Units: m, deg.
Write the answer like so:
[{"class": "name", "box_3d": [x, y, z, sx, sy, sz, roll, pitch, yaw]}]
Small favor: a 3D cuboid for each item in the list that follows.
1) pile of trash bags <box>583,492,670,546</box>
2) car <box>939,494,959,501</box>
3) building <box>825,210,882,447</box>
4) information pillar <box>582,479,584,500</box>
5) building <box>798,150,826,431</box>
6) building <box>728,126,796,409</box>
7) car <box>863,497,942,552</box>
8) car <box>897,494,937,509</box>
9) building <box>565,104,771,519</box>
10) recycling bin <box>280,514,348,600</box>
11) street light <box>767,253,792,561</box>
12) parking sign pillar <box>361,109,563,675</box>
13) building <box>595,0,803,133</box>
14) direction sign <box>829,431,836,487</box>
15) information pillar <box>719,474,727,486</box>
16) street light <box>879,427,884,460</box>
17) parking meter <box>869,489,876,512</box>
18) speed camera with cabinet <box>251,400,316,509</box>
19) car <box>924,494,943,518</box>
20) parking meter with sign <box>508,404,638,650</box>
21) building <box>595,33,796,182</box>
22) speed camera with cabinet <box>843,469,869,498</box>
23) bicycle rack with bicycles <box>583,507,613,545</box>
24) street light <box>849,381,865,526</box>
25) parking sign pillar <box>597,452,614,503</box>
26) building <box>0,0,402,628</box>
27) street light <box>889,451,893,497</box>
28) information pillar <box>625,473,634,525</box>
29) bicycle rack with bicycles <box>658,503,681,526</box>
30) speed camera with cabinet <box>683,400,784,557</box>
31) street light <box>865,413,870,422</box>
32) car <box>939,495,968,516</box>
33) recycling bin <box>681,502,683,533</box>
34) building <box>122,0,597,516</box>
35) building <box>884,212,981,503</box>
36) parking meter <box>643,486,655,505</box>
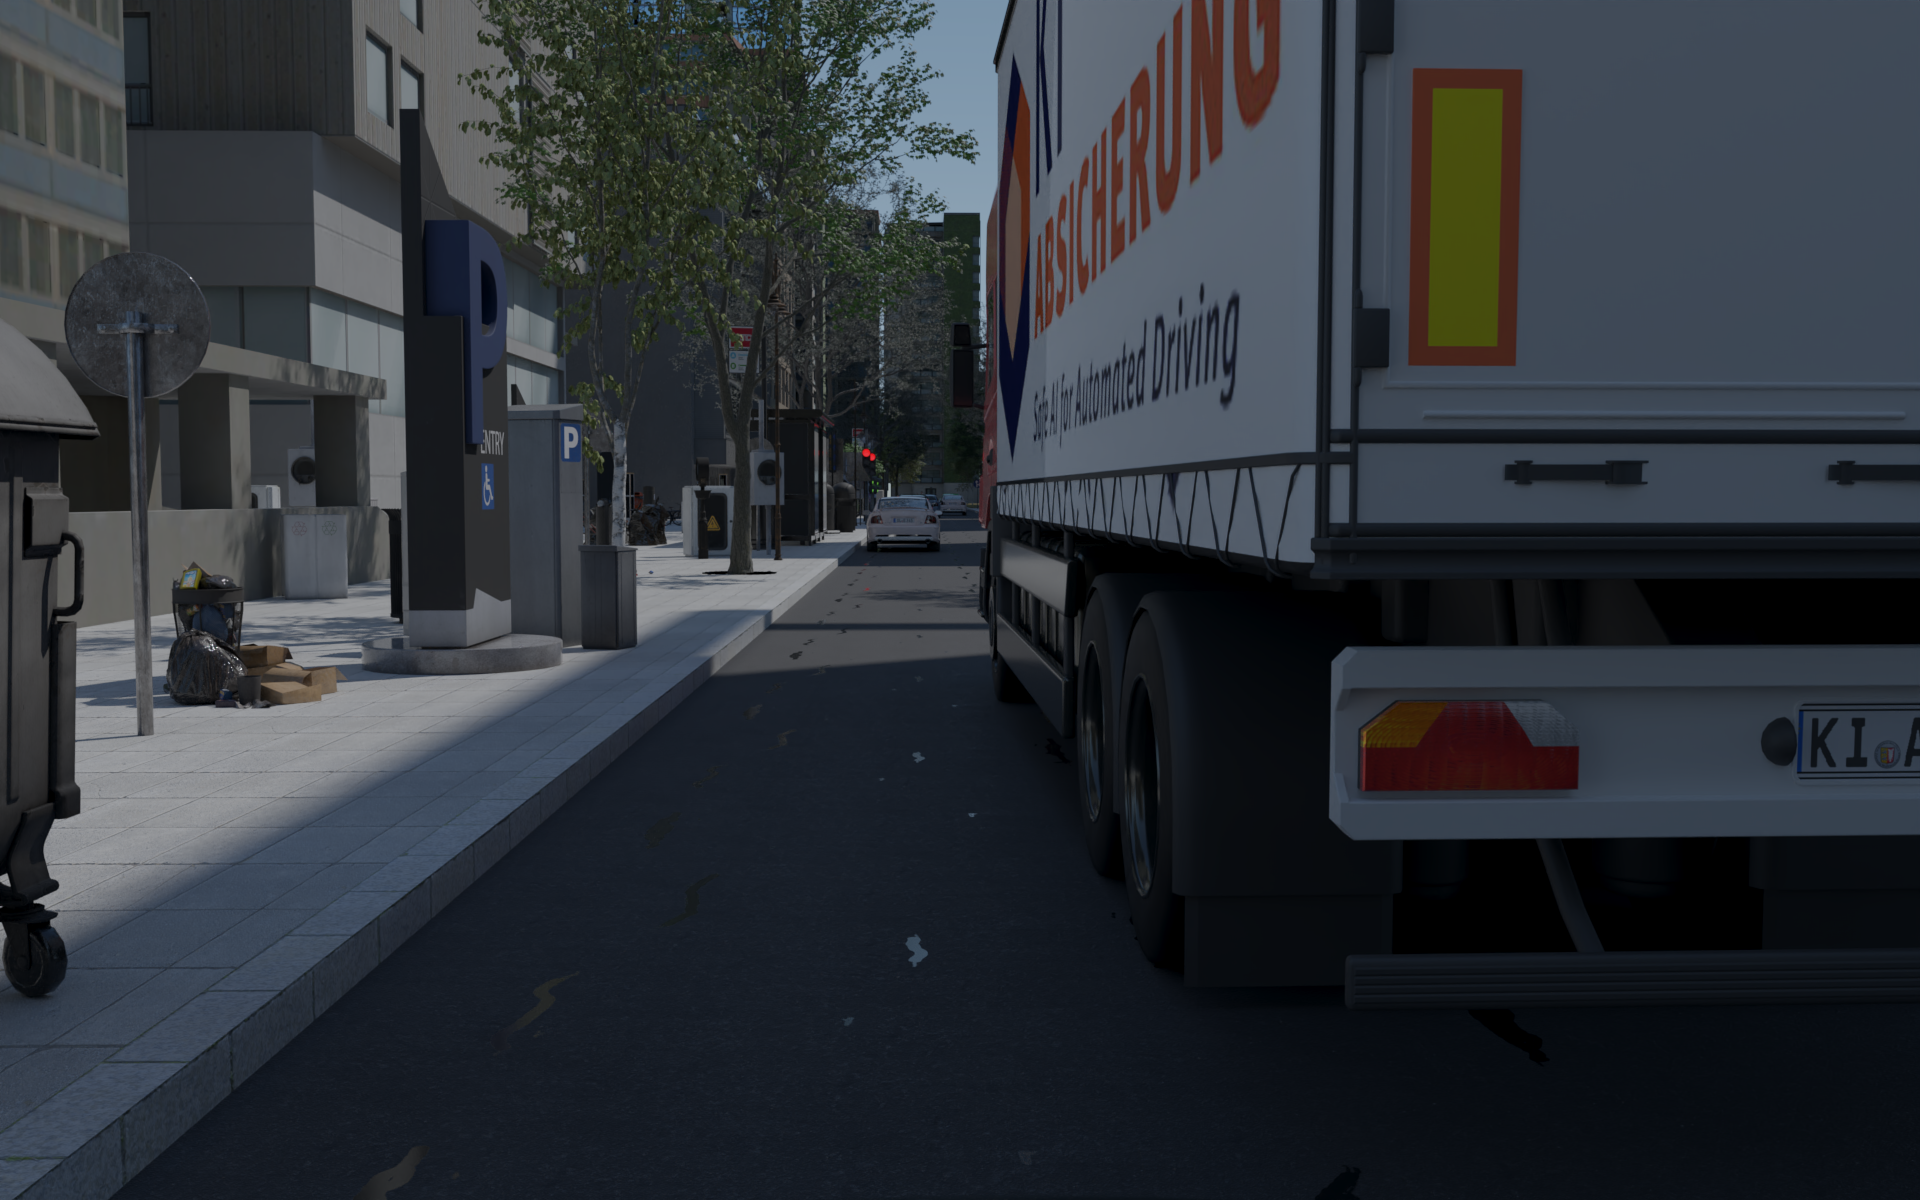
[{"class": "pile of trash bags", "box_3d": [-7.786, -2.066, 43.528, 3.447, 1.369, 1.912, 1, 4, 20]}, {"class": "car", "box_3d": [-0.715, -7.944, 138.683, 1.959, 1.807, 4.718, 0, 4, 0]}, {"class": "building", "box_3d": [-26.106, -36.822, 256.656, 28.867, 44.769, 22.147, 0, 4, -1]}, {"class": "information pillar", "box_3d": [-19.049, -5.045, 86.971, 0.304, 2.012, 0.304, 1, 4, 14]}, {"class": "building", "box_3d": [-22.197, -31.008, 190.577, 14.154, 41.232, 14.086, 0, 4, -1]}, {"class": "building", "box_3d": [-23.588, -20.152, 133.999, 19.350, 26.468, 34.151, 0, 4, -1]}, {"class": "car", "box_3d": [-1.475, -1.973, 44.624, 2.083, 1.381, 4.827, 0, 4, -3]}, {"class": "car", "box_3d": [-1.922, -3.651, 69.484, 2.009, 1.686, 4.222, 0, 4, -2]}, {"class": "building", "box_3d": [-19.388, -17.291, 101.778, 14.314, 24.678, 30.058, 0, 4, -1]}, {"class": "recycling bin", "box_3d": [-7.984, -0.541, 21.396, 0.722, 1.027, 0.722, -2, 4, -25]}, {"class": "street light", "box_3d": [-3.520, -3.703, 33.340, 0.468, 5.910, 1.993, 0, 4, -1]}, {"class": "parking sign pillar", "box_3d": [-3.722, -1.492, 12.863, 1.447, 3.967, 1.447, 0, 4, -1]}, {"class": "building", "box_3d": [-31.147, -54.895, 210.197, 31.000, 86.520, 22.319, 0, 4, -1]}, {"class": "direction sign", "box_3d": [-4.623, -4.331, 62.806, 0.379, 3.537, 0.876, -1, 4, -20]}, {"class": "information pillar", "box_3d": [-8.661, -3.602, 63.384, 0.304, 2.012, 0.304, 0, 4, -6]}, {"class": "street light", "box_3d": [-5.310, -8.791, 116.527, 0.468, 5.910, 1.993, 0, 4, -1]}, {"class": "parking meter", "box_3d": [-4.376, -4.783, 86.621, 0.372, 1.533, 0.369, 0, 3, 0]}, {"class": "speed camera with cabinet", "box_3d": [-13.289, -2.404, 33.639, 2.038, 3.252, 0.660, 0, 4, 2]}, {"class": "car", "box_3d": [-2.029, -5.591, 103.416, 2.014, 1.417, 4.499, 0, 4, 0]}, {"class": "parking meter with sign", "box_3d": [-3.567, -1.120, 14.571, 1.738, 3.016, 0.543, 1, 4, 18]}, {"class": "building", "box_3d": [-26.022, -31.417, 168.290, 22.147, 44.769, 28.867, 0, 4, -1]}, {"class": "speed camera with cabinet", "box_3d": [-5.802, -5.973, 91.995, 2.038, 3.252, 0.660, 2, 4, 32]}, {"class": "bicycle rack with bicycles", "box_3d": [-9.771, -1.676, 40.790, 2.925, 0.926, 2.852, 2, 4, 27]}, {"class": "street light", "box_3d": [-4.195, -5.908, 69.378, 0.468, 5.910, 1.993, 0, 4, -1]}, {"class": "parking sign pillar", "box_3d": [-16.661, -5.761, 82.657, 1.447, 3.967, 1.447, -1, 4, -11]}, {"class": "building", "box_3d": [-24.623, -20.020, 19.209, 32.217, 40.220, 23.993, 0, 4, -1]}, {"class": "street light", "box_3d": [-6.080, -10.995, 152.563, 0.468, 5.910, 1.993, 0, 4, -1]}, {"class": "information pillar", "box_3d": [-11.490, -3.398, 60.043, 0.304, 2.012, 0.304, 1, 4, 17]}, {"class": "bicycle rack with bicycles", "box_3d": [-11.378, -3.496, 70.536, 2.925, 0.926, 2.852, 1, 4, 21]}, {"class": "speed camera with cabinet", "box_3d": [-4.693, -2.543, 35.913, 2.038, 3.252, 0.660, -2, 4, -27]}, {"class": "street light", "box_3d": [-4.442, -6.588, 80.493, 0.468, 5.910, 1.993, 0, 4, -1]}, {"class": "car", "box_3d": [-0.494, -6.399, 116.988, 2.083, 1.381, 4.827, 0, 4, -1]}, {"class": "recycling bin", "box_3d": [-8.829, -2.736, 57.285, 0.722, 1.027, 0.722, 0, 4, -5]}, {"class": "building", "box_3d": [-25.714, -28.039, 47.674, 27.495, 52.752, 28.713, 0, 4, -1]}, {"class": "building", "box_3d": [-4.152, -34.837, 253.175, 14.086, 41.232, 14.154, 0, 4, -1]}, {"class": "parking meter", "box_3d": [-9.761, -2.810, 54.361, 0.372, 1.533, 0.369, 0, 3, 0]}]
